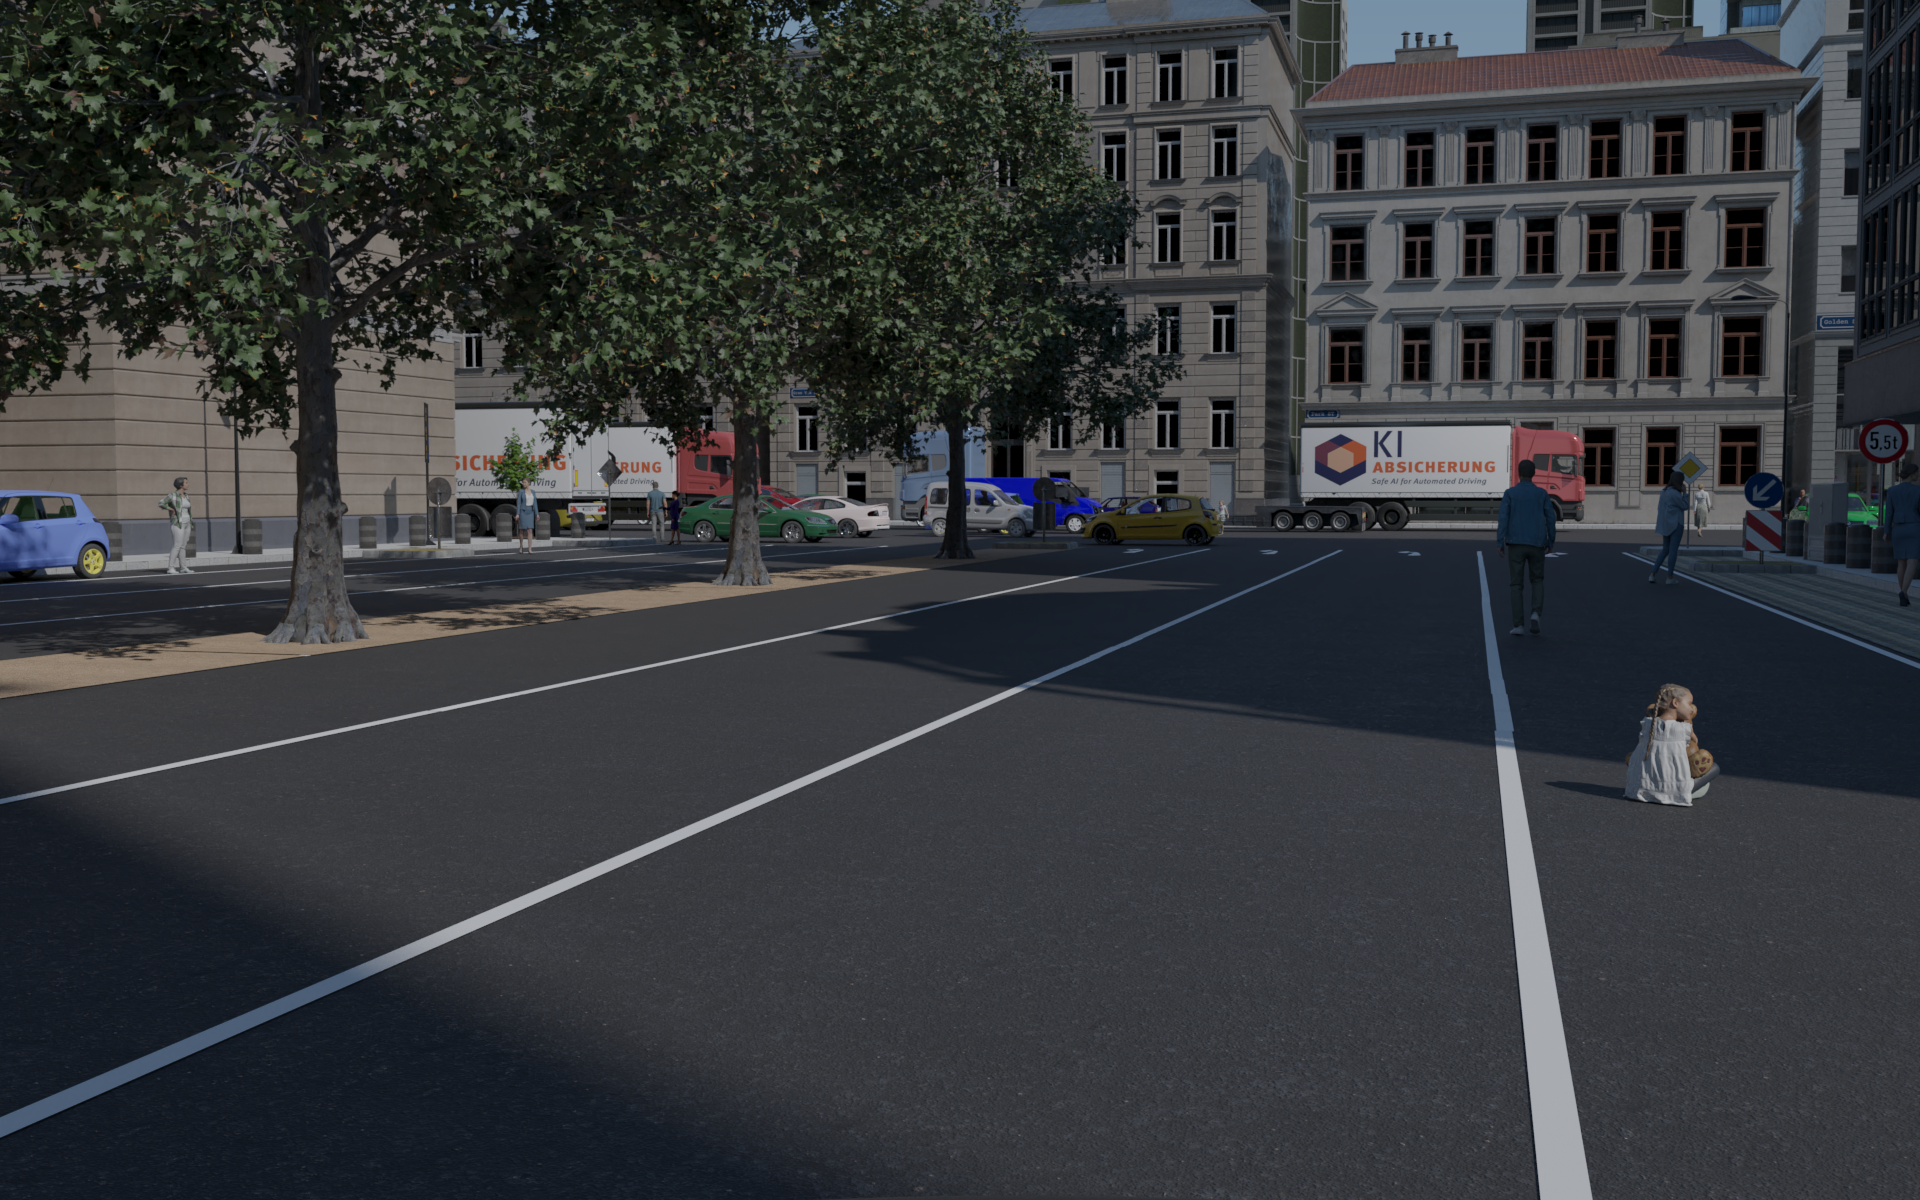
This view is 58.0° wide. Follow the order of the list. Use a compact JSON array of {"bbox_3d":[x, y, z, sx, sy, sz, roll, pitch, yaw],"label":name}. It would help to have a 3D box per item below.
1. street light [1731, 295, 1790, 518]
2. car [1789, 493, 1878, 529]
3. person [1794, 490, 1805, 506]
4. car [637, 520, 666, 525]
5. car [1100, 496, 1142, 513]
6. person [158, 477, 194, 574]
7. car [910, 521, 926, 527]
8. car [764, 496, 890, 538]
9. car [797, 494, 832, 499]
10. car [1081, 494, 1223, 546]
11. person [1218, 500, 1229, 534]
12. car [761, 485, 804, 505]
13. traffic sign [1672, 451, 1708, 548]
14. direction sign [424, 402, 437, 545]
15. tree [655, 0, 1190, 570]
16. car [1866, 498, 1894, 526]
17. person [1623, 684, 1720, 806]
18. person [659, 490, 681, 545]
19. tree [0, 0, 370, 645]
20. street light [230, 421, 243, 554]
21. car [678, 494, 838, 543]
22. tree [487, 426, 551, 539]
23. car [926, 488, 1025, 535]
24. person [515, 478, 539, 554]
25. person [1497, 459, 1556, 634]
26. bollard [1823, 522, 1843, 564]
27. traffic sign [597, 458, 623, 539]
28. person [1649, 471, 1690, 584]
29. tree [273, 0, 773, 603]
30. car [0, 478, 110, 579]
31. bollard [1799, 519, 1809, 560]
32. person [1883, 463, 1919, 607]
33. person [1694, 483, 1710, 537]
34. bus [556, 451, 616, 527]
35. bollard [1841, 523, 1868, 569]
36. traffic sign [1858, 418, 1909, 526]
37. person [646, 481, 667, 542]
[{"bbox_3d":[18.664,-4.150,40.399,1.470,5.913,1.316,1,4,16],"label":"street light"},{"bbox_3d":[24.148,-2.394,47.941,1.959,1.807,4.718,1,4,18],"label":"car"},{"bbox_3d":[28.369,-2.921,58.316,0.516,1.574,0.319,3,4,38],"label":"person"},{"bbox_3d":[-15.677,-4.435,81.557,4.494,1.783,2.155,1,4,18],"label":"car"},{"bbox_3d":[6.705,-3.788,74.509,3.894,1.354,1.945,1,4,15],"label":"car"},{"bbox_3d":[-14.049,-1.342,31.159,0.376,1.734,0.841,1,4,13],"label":"person"},{"bbox_3d":[-0.168,-3.865,75.193,4.499,1.417,2.014,1,4,17],"label":"car"},{"bbox_3d":[-4.709,-2.747,57.281,4.827,1.381,2.083,1,4,15],"label":"car"},{"bbox_3d":[-7.023,-4.135,79.399,4.920,1.459,2.131,1,4,16],"label":"car"},{"bbox_3d":[5.411,-2.370,48.968,3.980,1.641,2.015,1,4,18],"label":"car"},{"bbox_3d":[9.486,-2.988,62.367,0.505,1.210,0.382,3,5,39],"label":"person"},{"bbox_3d":[-8.163,-3.941,73.102,5.304,1.827,2.281,1,4,16],"label":"car"},{"bbox_3d":[17.200,-2.277,40.877,0.795,2.450,0.064,1,4,16],"label":"traffic sign"},{"bbox_3d":[-13.309,-3.136,43.272,0.379,3.537,0.876,-1,4,-12],"label":"direction sign"},{"bbox_3d":[-0.049,-7.256,38.107,9.611,12.733,9.660,0,3,0],"label":"tree"},{"bbox_3d":[35.630,-3.457,65.322,4.718,1.807,1.959,1,4,15],"label":"car"},{"bbox_3d":[3.327,0.665,8.104,0.381,0.543,0.357,3,5,39],"label":"person"},{"bbox_3d":[-8.093,-2.301,48.490,0.546,1.535,0.453,-3,4,-39],"label":"person"},{"bbox_3d":[-6.212,-5.943,16.631,9.611,12.733,9.660,0,3,0],"label":"tree"},{"bbox_3d":[-14.918,-3.927,36.744,1.470,5.913,1.316,1,4,16],"label":"street light"},{"bbox_3d":[-6.003,-2.435,51.608,4.920,1.459,2.131,1,4,17],"label":"car"},{"bbox_3d":[-12.786,-3.359,49.514,1.663,3.219,1.824,0,3,0],"label":"tree"},{"bbox_3d":[0.621,-3.171,61.434,3.694,1.707,1.945,1,4,17],"label":"car"},{"bbox_3d":[-10.349,-2.009,41.368,0.581,1.822,0.654,-1,4,-22],"label":"person"},{"bbox_3d":[5.744,-0.534,17.574,0.601,1.785,0.444,1,4,11],"label":"person"},{"bbox_3d":[16.103,-1.047,31.842,0.404,0.777,0.398,0,3,0],"label":"bollard"},{"bbox_3d":[-9.887,-2.766,48.865,0.795,2.450,0.064,1,4,16],"label":"traffic sign"},{"bbox_3d":[11.318,-1.155,27.651,0.793,1.790,0.793,-3,5,-42],"label":"person"},{"bbox_3d":[-3.350,-6.577,26.992,9.611,12.733,9.660,0,3,0],"label":"tree"},{"bbox_3d":[-15.819,-1.144,28.294,1.945,1.707,3.694,1,4,17],"label":"car"},{"bbox_3d":[16.667,-1.164,33.755,0.404,0.777,0.398,0,3,0],"label":"bollard"},{"bbox_3d":[12.047,-0.829,22.080,0.654,1.822,0.581,-3,4,-37],"label":"person"},{"bbox_3d":[24.607,-2.984,57.515,0.478,1.798,0.641,3,5,42],"label":"person"},{"bbox_3d":[-18.159,-4.218,60.509,12.252,3.916,2.896,1,4,18],"label":"bus"},{"bbox_3d":[15.535,-0.930,29.918,0.404,0.777,0.398,0,3,0],"label":"bollard"},{"bbox_3d":[15.543,-1.780,29.212,0.768,2.556,0.104,1,4,21],"label":"traffic sign"},{"bbox_3d":[-9.018,-2.627,51.587,0.598,1.807,0.434,0,4,2],"label":"person"}]
